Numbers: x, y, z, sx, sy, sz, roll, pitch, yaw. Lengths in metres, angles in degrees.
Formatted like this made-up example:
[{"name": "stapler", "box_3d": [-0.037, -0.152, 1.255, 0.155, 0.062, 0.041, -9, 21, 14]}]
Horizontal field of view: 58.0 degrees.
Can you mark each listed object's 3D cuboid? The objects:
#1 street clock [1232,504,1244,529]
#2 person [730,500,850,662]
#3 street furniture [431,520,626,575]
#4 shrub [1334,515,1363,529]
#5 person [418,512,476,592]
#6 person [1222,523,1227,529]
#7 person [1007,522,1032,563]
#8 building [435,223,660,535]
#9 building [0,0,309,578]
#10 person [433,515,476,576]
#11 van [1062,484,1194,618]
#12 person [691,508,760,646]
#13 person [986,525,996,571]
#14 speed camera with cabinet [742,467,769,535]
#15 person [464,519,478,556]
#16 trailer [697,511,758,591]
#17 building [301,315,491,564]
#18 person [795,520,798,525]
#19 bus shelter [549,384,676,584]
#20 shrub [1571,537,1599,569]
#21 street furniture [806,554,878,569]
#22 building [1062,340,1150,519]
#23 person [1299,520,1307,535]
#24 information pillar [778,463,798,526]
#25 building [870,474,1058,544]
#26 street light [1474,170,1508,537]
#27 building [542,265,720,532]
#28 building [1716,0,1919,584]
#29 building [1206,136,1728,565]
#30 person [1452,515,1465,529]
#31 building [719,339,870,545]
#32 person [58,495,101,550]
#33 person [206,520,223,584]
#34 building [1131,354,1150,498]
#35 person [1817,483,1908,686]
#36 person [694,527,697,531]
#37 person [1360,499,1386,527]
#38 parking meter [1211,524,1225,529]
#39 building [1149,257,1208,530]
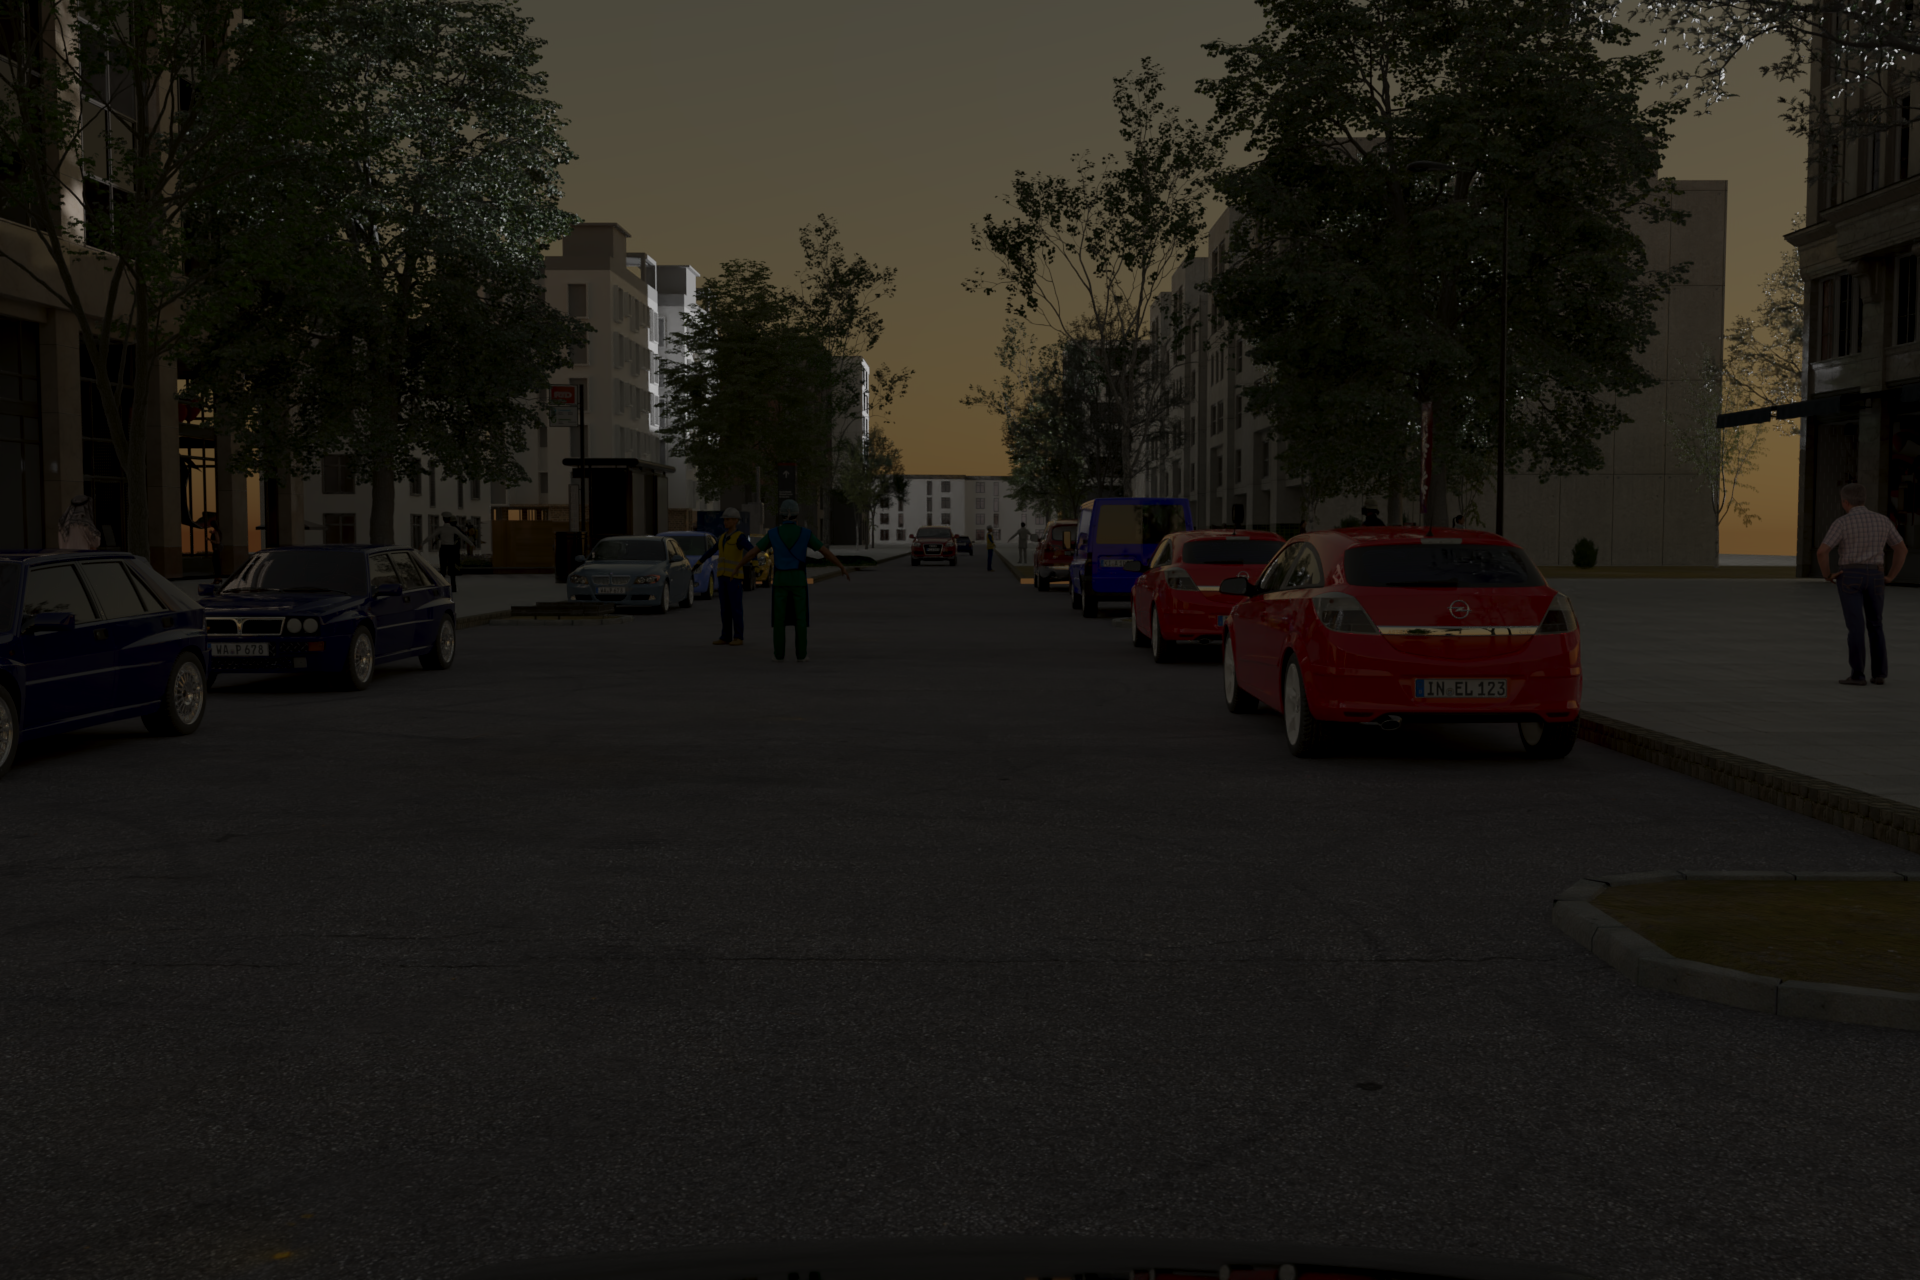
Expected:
[{"name": "street clock", "box_3d": [6.620, -2.246, 41.298, 0.358, 2.002, 0.471, 0, 4, 0]}, {"name": "person", "box_3d": [-1.906, -0.663, 19.422, 1.347, 1.817, 0.704, 0, 4, -5]}, {"name": "street furniture", "box_3d": [-14.950, -3.203, 59.227, 11.010, 1.723, 9.812, -1, 4, -19]}, {"name": "shrub", "box_3d": [14.296, -3.594, 63.176, 1.690, 2.028, 1.600, 0, 3, 0]}, {"name": "person", "box_3d": [-11.297, -1.938, 38.148, 1.216, 1.778, 0.721, -1, 4, -18]}, {"name": "person", "box_3d": [12.577, -4.661, 82.338, 1.348, 1.813, 0.705, -3, 4, -36]}, {"name": "person", "box_3d": [2.744, -4.268, 75.966, 1.347, 1.806, 0.705, -1, 4, -19]}, {"name": "building", "box_3d": [-25.834, -15.302, 106.611, 16.016, 20.090, 11.380, 0, 4, 1]}, {"name": "building", "box_3d": [-32.112, -16.568, 37.109, 22.709, 31.103, 35.509, 0, 4, 1]}, {"name": "person", "box_3d": [-15.539, -2.898, 53.162, 1.354, 1.856, 0.705, 0, 4, 3]}, {"name": "van", "box_3d": [3.050, -1.648, 31.323, 2.240, 2.365, 5.245, 0, 4, -1]}, {"name": "person", "box_3d": [-3.010, -0.819, 22.320, 1.216, 1.772, 0.721, 3, 4, 39]}, {"name": "person", "box_3d": [1.234, -3.518, 66.443, 0.721, 1.772, 1.216, 0, 4, -6]}, {"name": "speed camera with cabinet", "box_3d": [-6.072, -3.494, 51.468, 0.660, 3.252, 2.038, 0, 4, 2]}, {"name": "person", "box_3d": [-18.901, -3.726, 66.694, 0.705, 1.858, 1.354, -2, 4, -24]}, {"name": "trailer", "box_3d": [-5.937, -2.201, 43.033, 1.471, 1.999, 3.904, 0, 4, 0]}, {"name": "building", "box_3d": [-25.922, -8.390, 79.321, 9.099, 9.664, 28.070, 0, 4, 0]}, {"name": "person", "box_3d": [-5.053, -2.874, 53.792, 0.721, 1.733, 1.217, -2, 4, -30]}, {"name": "bus shelter", "box_3d": [-9.882, -4.370, 49.085, 2.179, 5.291, 8.768, 0, 4, 0]}, {"name": "shrub", "box_3d": [22.856, -3.195, 63.358, 1.383, 1.207, 1.383, 0, 3, 0]}, {"name": "street furniture", "box_3d": [-8.322, -3.148, 67.091, 10.072, 0.657, 5.734, 0, 4, 3]}, {"name": "building", "box_3d": [25.531, -21.669, 198.260, 27.936, 21.610, 32.646, 0, 4, 1]}, {"name": "person", "box_3d": [13.127, -3.666, 66.082, 0.704, 1.812, 1.346, 0, 4, 6]}, {"name": "information pillar", "box_3d": [-6.301, -4.527, 63.389, 0.750, 3.857, 0.750, 0, 4, 2]}, {"name": "building", "box_3d": [0.109, -18.378, 245.085, 28.070, 9.664, 9.099, 0, 4, -8]}, {"name": "street light", "box_3d": [7.341, -3.007, 21.706, 1.470, 5.913, 1.316, 0, 4, 1]}, {"name": "building", "box_3d": [-24.030, -16.315, 123.170, 16.016, 20.090, 11.380, 0, 4, 1]}, {"name": "building", "box_3d": [26.360, -17.826, 37.565, 12.429, 33.558, 17.177, 0, 4, 0]}, {"name": "building", "box_3d": [22.716, -13.422, 85.902, 16.747, 18.905, 31.486, 0, 4, 1]}, {"name": "person", "box_3d": [11.826, -2.072, 40.708, 0.721, 1.735, 1.217, 1, 4, 12]}, {"name": "building", "box_3d": [-25.198, -21.556, 196.416, 27.936, 21.610, 32.646, 0, 4, 1]}, {"name": "person", "box_3d": [-10.327, -0.833, 20.330, 0.551, 1.740, 0.621, 1, 4, 11]}, {"name": "person", "box_3d": [-19.035, -2.243, 44.188, 0.593, 1.643, 0.415, 2, 4, 33]}, {"name": "building", "box_3d": [22.822, -19.674, 178.087, 16.016, 20.090, 11.380, 0, 4, 1]}, {"name": "person", "box_3d": [7.620, -0.474, 14.725, 0.756, 1.711, 0.436, 0, 4, 7]}, {"name": "person", "box_3d": [-7.667, -2.769, 51.200, 1.347, 1.837, 0.705, 3, 4, 36]}, {"name": "person", "box_3d": [6.550, -1.339, 27.766, 1.351, 1.845, 0.704, -3, 5, -43]}, {"name": "parking meter", "box_3d": [6.700, -2.235, 44.952, 0.372, 1.533, 0.369, 0, 3, 0]}, {"name": "building", "box_3d": [22.871, -15.455, 119.152, 16.747, 18.905, 31.486, 0, 4, 1]}]
